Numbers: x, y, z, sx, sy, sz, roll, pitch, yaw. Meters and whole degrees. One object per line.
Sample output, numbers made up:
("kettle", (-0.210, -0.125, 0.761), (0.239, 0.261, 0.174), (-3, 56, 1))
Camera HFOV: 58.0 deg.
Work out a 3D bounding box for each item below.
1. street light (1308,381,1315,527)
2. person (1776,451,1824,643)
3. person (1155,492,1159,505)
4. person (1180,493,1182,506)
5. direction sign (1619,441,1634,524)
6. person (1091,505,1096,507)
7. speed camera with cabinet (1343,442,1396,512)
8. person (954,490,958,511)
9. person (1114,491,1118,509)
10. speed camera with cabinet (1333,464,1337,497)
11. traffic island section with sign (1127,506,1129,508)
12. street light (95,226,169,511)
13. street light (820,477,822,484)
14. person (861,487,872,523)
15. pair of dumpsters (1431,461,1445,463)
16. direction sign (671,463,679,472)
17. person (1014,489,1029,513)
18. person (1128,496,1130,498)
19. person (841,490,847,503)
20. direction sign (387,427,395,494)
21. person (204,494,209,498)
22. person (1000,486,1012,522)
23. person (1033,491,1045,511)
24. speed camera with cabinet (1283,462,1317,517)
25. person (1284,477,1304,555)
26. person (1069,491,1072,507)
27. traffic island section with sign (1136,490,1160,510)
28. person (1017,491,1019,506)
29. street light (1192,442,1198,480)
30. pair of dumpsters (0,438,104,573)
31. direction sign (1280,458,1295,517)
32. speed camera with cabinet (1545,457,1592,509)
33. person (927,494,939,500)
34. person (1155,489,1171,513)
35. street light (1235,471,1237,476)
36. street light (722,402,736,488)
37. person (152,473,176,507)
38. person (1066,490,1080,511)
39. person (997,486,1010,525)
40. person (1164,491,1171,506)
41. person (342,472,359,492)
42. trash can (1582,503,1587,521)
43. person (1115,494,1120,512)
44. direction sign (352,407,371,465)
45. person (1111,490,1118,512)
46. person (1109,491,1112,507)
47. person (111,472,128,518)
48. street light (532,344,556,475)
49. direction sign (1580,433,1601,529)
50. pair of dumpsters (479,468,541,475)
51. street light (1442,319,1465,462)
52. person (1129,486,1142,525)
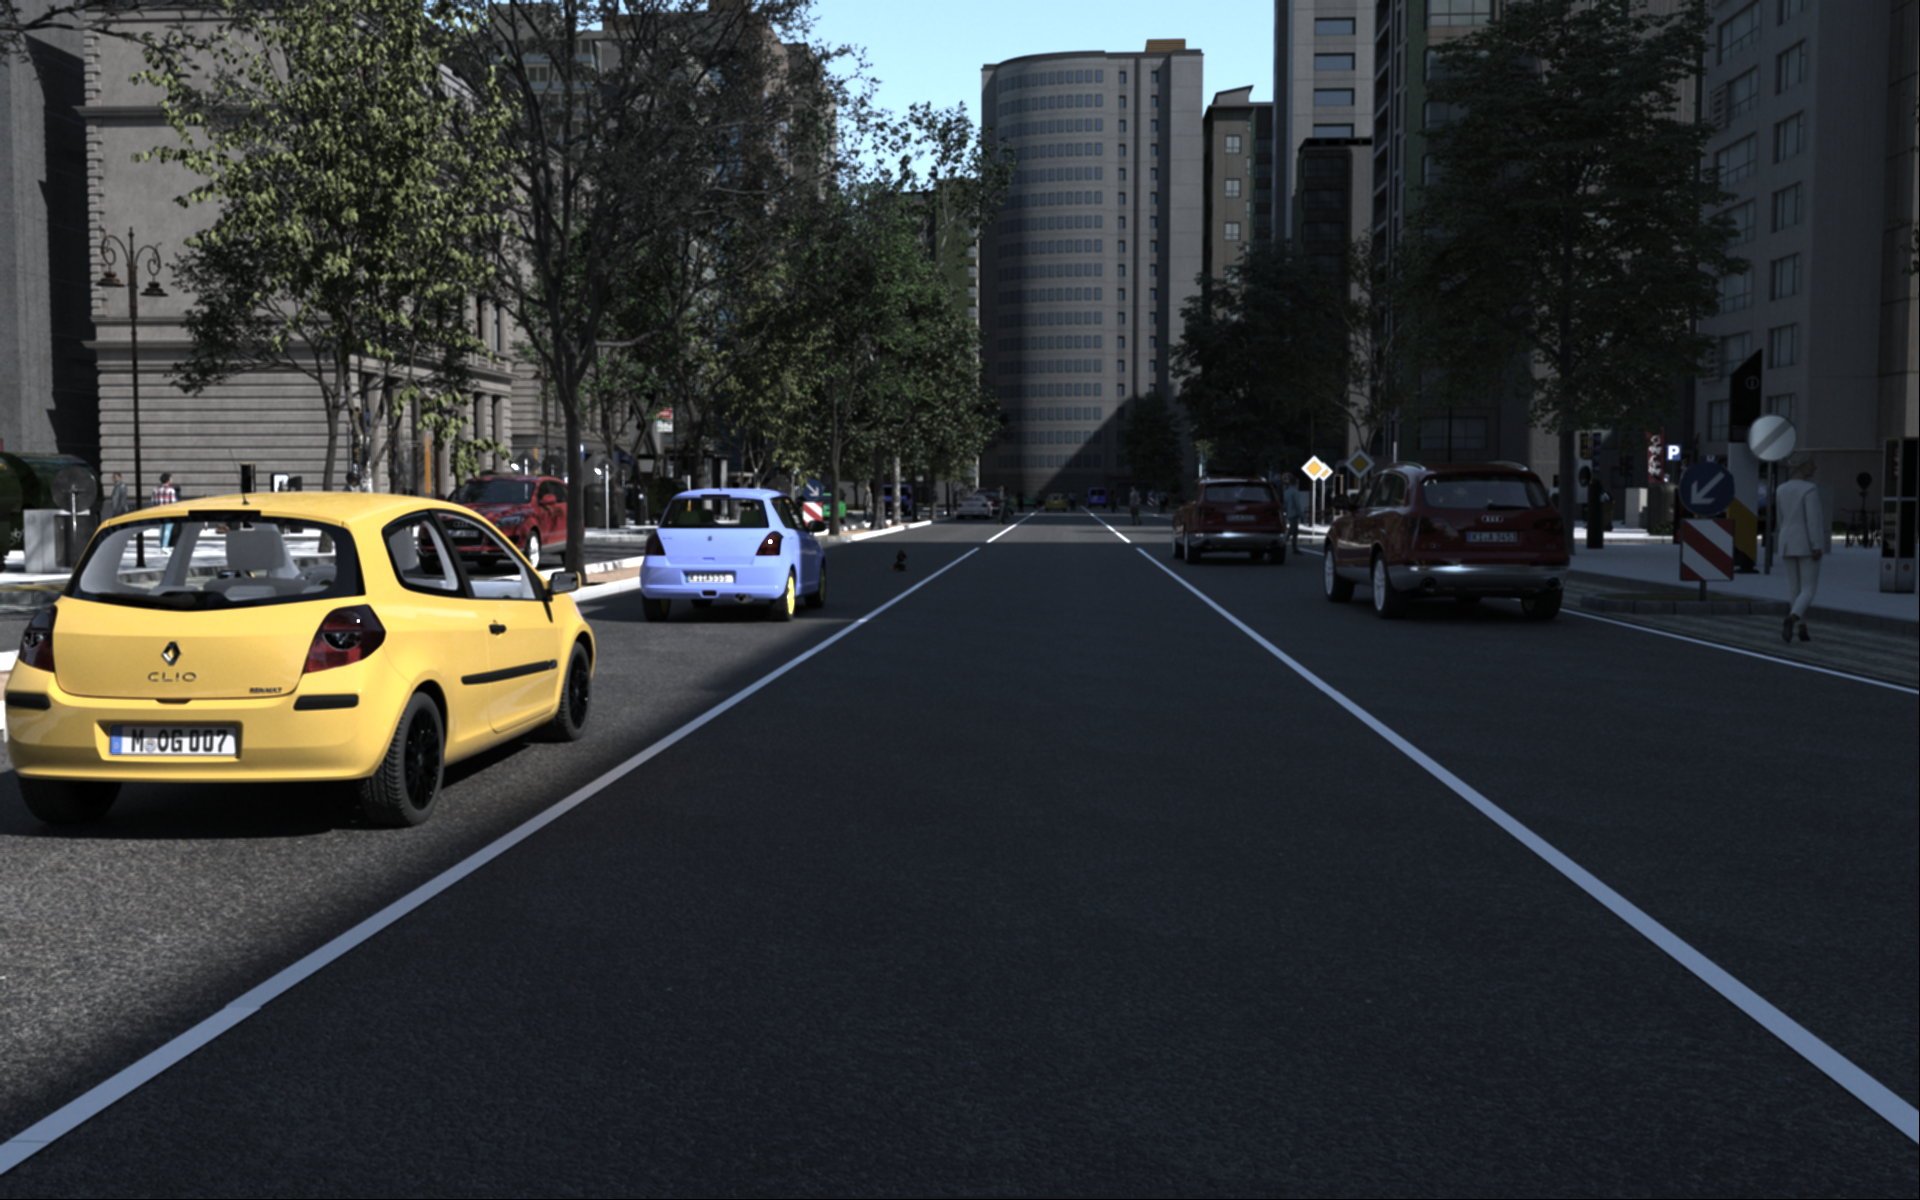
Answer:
("street light", (13.515, -5.738, 66.612), (0.468, 5.910, 1.993), (0, 4, 3))
("person", (7.984, -0.498, 16.524), (0.818, 1.842, 0.514), (-3, 5, -40))
("person", (23.429, -12.071, 206.524), (0.621, 1.740, 0.551), (-1, 4, -20))
("person", (23.855, -10.927, 187.927), (0.599, 1.433, 0.991), (1, 4, 14))
("direction sign", (28.183, -4.971, 73.270), (0.876, 3.537, 0.379), (-2, 4, -32))
("person", (14.837, -11.274, 193.376), (0.990, 1.755, 0.434), (-1, 4, -22))
("speed camera with cabinet", (15.858, -4.397, 66.224), (2.038, 3.252, 0.660), (2, 4, 29))
("person", (-0.462, -8.418, 146.846), (0.721, 1.743, 1.217), (-1, 4, -11))
("person", (14.815, -9.446, 163.398), (0.568, 1.767, 0.683), (-2, 4, -24))
("speed camera with cabinet", (24.586, -7.268, 113.175), (0.660, 3.252, 2.038), (2, 4, 28))
("traffic island section with sign", (18.458, -10.557, 181.229), (1.989, 1.847, 2.006), (0, 4, 3))
("street light", (-14.333, -3.507, 30.123), (0.468, 5.910, 1.993), (0, 4, 3))
("street light", (-9.128, -8.633, 113.944), (0.468, 5.910, 1.993), (0, 4, 3))
("person", (-4.490, -4.686, 85.298), (0.728, 1.800, 0.709), (-2, 4, -32))
("pair of dumpsters", (14.426, -3.093, 53.058), (1.574, 2.255, 4.437), (0, 4, 3))
("direction sign", (-20.993, -8.277, 127.320), (0.379, 3.537, 0.876), (1, 4, 19))
("person", (4.683, -7.586, 132.667), (1.348, 1.807, 0.705), (-2, 4, -26))
("person", (17.480, -10.140, 174.285), (1.348, 1.824, 0.705), (-1, 4, -19))
("person", (-12.686, -11.120, 188.383), (0.617, 1.759, 0.750), (1, 4, 21))
("direction sign", (-19.404, -4.107, 59.143), (0.379, 3.537, 0.876), (0, 4, -6))
("person", (-26.573, -3.090, 60.849), (0.425, 1.301, 0.394), (-3, 5, -43))
("person", (2.309, -4.964, 89.639), (0.713, 1.824, 0.794), (-2, 4, -35))
("person", (6.800, -8.527, 148.699), (1.217, 1.735, 0.721), (-2, 4, -35))
("speed camera with cabinet", (19.154, -6.313, 97.549), (0.660, 3.252, 2.038), (-2, 4, -35))
("person", (7.739, -1.974, 40.635), (0.748, 1.841, 0.638), (0, 4, -6))
("person", (11.947, -10.771, 185.547), (0.436, 1.711, 0.756), (-1, 4, -21))
("traffic island section with sign", (16.789, -8.868, 153.618), (1.989, 1.847, 2.006), (0, 4, 3))
("person", (6.803, -11.906, 203.169), (0.705, 1.822, 1.348), (-2, 4, -29))
("street light", (17.161, -9.378, 126.121), (0.468, 5.910, 1.993), (0, 4, 3))
("pair of dumpsters", (-15.996, -1.589, 28.471), (1.574, 2.255, 4.437), (0, 4, 4))
("direction sign", (18.033, -6.320, 95.331), (0.876, 3.537, 0.379), (-1, 4, -14))
("speed camera with cabinet", (15.054, -3.001, 43.397), (2.038, 3.252, 0.660), (-3, 5, -40))
("person", (-2.255, -8.491, 147.406), (1.350, 1.814, 0.705), (3, 5, 41))
("person", (15.293, -7.471, 130.636), (1.348, 1.826, 0.705), (2, 4, 25))
("street light", (15.336, -7.548, 96.190), (0.468, 5.910, 1.993), (0, 4, 3))
("street light", (-11.108, -6.771, 83.497), (0.468, 5.910, 1.993), (0, 4, 3))
("person", (-16.999, -1.842, 37.005), (0.563, 1.720, 0.643), (1, 4, 13))
("person", (9.775, -8.638, 149.714), (1.348, 1.826, 0.705), (1, 4, 21))
("person", (2.044, -4.447, 81.388), (0.590, 1.801, 0.661), (0, 4, 6))
("person", (22.138, -10.975, 185.487), (0.705, 1.823, 1.348), (-3, 5, -42))
("person", (-10.521, -1.306, 29.980), (0.853, 1.813, 0.709), (-1, 4, -12))
("trash can", (29.582, -4.269, 81.445), (0.748, 1.137, 0.748), (0, 3, 0))
("person", (12.540, -7.735, 138.184), (0.599, 1.433, 0.991), (-1, 4, -10))
("direction sign", (-15.668, -3.265, 45.382), (0.379, 3.537, 0.876), (1, 4, 9))
("person", (12.020, -7.691, 134.973), (0.721, 1.735, 1.217), (-1, 4, -17))
("person", (16.786, -11.152, 191.554), (1.217, 1.735, 0.721), (0, 4, 6))
("person", (-20.465, -2.203, 42.163), (0.635, 1.810, 0.391), (3, 5, 42))
("street light", (-12.801, -4.945, 53.636), (0.468, 5.910, 1.993), (0, 4, 3))
("direction sign", (23.318, -4.412, 64.127), (0.379, 3.537, 0.876), (-2, 4, -34))
("pair of dumpsters", (-14.522, -3.262, 55.829), (1.574, 2.255, 4.437), (0, 4, 3))
("street light", (12.166, -4.294, 42.993), (0.468, 5.910, 1.993), (0, 4, 3))
("person", (7.965, -4.326, 79.345), (0.853, 1.813, 0.709), (-3, 5, -43))
